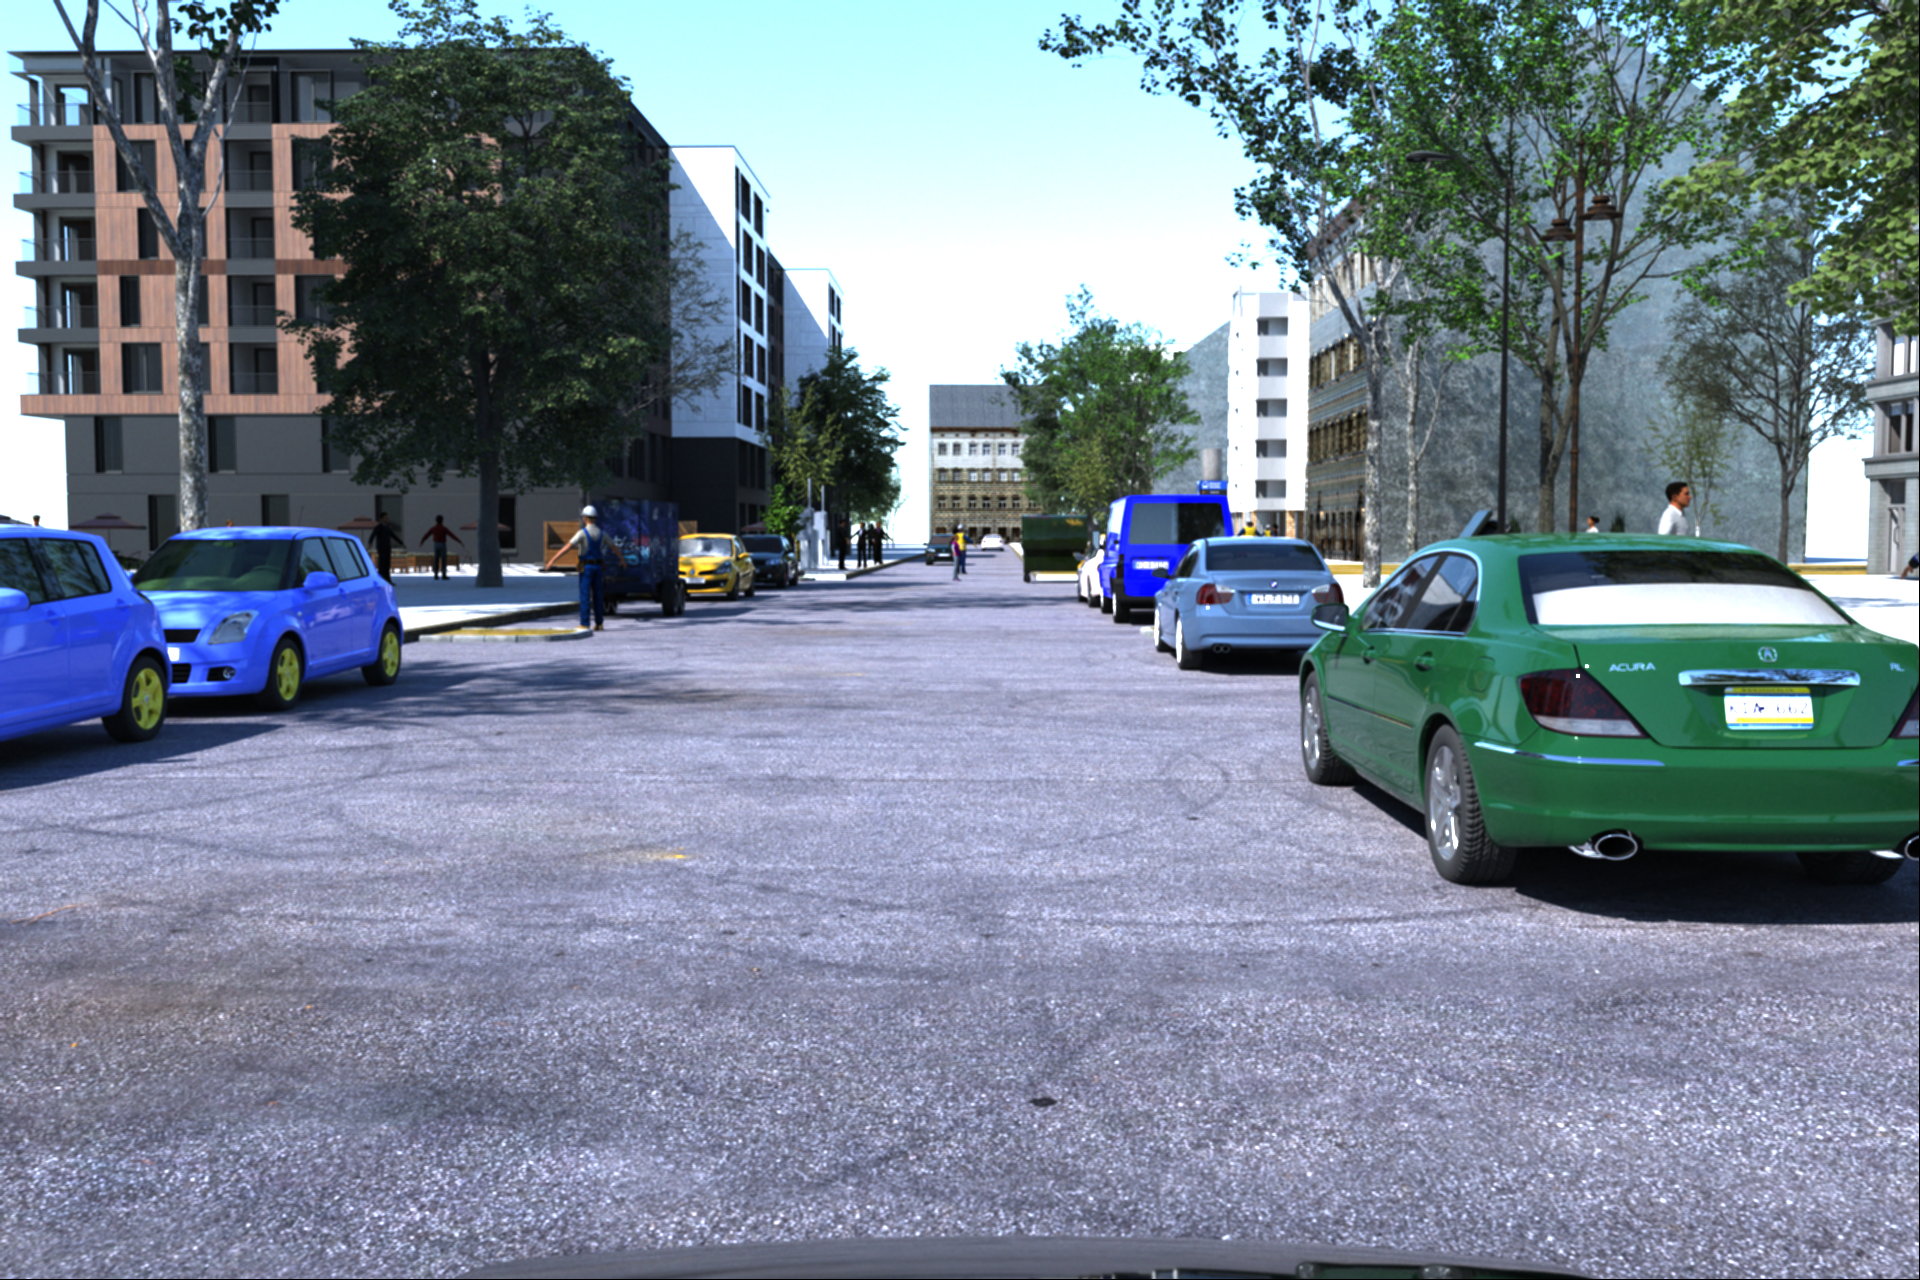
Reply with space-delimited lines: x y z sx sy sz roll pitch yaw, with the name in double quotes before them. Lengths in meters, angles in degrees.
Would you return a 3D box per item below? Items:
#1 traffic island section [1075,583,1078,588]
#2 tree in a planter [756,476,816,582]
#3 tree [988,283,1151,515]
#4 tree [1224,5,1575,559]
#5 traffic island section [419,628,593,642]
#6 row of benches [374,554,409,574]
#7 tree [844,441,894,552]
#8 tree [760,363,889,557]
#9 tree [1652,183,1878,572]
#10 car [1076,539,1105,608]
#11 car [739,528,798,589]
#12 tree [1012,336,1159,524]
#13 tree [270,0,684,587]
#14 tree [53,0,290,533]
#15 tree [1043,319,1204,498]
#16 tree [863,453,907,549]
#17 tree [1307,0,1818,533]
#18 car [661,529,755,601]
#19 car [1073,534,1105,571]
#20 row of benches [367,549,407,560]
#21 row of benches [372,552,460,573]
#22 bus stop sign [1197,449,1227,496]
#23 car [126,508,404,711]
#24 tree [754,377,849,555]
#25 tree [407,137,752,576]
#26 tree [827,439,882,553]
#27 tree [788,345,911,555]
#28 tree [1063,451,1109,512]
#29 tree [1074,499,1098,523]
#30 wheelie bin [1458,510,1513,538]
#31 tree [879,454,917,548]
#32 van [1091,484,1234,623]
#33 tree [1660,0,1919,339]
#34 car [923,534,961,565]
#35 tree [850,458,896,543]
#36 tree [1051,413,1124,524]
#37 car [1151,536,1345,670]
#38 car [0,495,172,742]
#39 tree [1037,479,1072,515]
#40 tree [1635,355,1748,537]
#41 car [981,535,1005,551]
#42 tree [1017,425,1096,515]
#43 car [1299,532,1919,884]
"traffic island section" 4.128 -1.462 46.769 1.991 0.108 1.994 0 4 1
"tree in a planter" -5.466 -3.411 52.987 1.991 3.239 1.994 0 4 1
"tree" 8.493 -16.983 133.567 12.611 20.169 13.585 0 3 0
"tree" 16.090 -12.701 63.555 12.611 20.169 13.585 0 3 0
"traffic island section" -6.169 -0.064 23.909 1.991 0.108 1.994 0 4 1
"row of benches" -19.790 -2.442 55.395 4.104 0.672 1.422 -1 4 -18
"tree" -6.912 -10.770 126.454 4.360 8.622 3.978 0 3 0
"tree" -7.328 -9.840 95.291 7.601 10.594 8.767 1 4 8
"tree" 28.232 -9.079 58.810 12.009 13.543 11.850 0 3 0
"car" 3.421 -1.394 35.148 2.083 1.381 4.827 0 4 0
"car" -5.394 -2.261 46.747 2.009 1.686 4.222 0 4 1
"tree" 8.130 -12.382 109.093 9.857 13.997 8.962 0 3 0
"tree" -11.336 -8.260 41.711 9.857 13.997 8.962 0 3 0
"tree" -12.965 -10.353 25.165 12.611 20.169 13.585 0 3 0
"tree" 8.152 -9.745 85.090 9.928 11.665 9.643 0 3 0
"tree" -6.307 -12.390 152.945 4.360 8.622 3.978 0 3 0
"tree" 9.619 -6.232 27.650 9.928 11.665 9.643 0 3 0
"car" -5.583 -1.715 38.272 2.015 1.641 3.980 0 4 1
"car" 3.637 -1.799 39.642 2.015 1.641 3.980 0 4 0
"row of benches" -23.422 -3.359 70.382 1.422 0.672 4.104 0 4 0
"row of benches" -18.371 -2.649 58.780 1.422 0.672 4.104 1 4 19
"bus stop sign" 7.788 -3.950 53.591 0.837 3.901 0.837 0 4 1
"car" -6.248 -0.340 15.150 1.945 1.707 3.694 0 4 1
"tree" -7.542 -8.047 81.925 4.737 8.622 4.395 0 3 0
"tree" -11.636 -8.734 53.168 12.009 13.543 11.850 0 3 0
"tree" -7.502 -10.091 115.343 4.360 8.622 3.978 0 3 0
"tree" -6.852 -11.401 104.538 7.486 12.596 7.792 0 3 0
"tree" 8.811 -10.381 120.089 4.737 8.622 4.395 0 3 0
"tree" 20.241 -20.915 248.607 9.857 13.997 8.962 0 3 0
"wheelie bin" 6.930 -0.921 22.968 0.693 1.594 0.980 0 4 2
"tree" -6.189 -12.747 158.776 4.360 8.622 3.978 0 3 0
"van" 3.434 -1.531 29.422 2.240 2.365 5.245 0 4 1
"tree" 8.499 -5.740 11.983 7.486 12.596 7.792 0 3 0
"car" -0.693 -4.337 80.690 2.009 1.686 4.222 0 4 1
"tree" -12.860 -20.333 250.572 7.486 12.596 7.792 0 3 0
"tree" 7.595 -9.117 99.422 4.737 8.622 4.395 0 3 0
"car" 3.206 -0.461 19.533 2.014 1.417 4.499 0 4 2
"car" -6.476 -0.068 10.703 1.945 1.707 3.694 0 4 2
"tree" 8.893 -11.920 145.250 4.360 8.622 3.978 0 3 0
"tree" 30.024 -7.312 69.908 4.360 8.622 3.978 0 3 0
"car" 2.756 -8.148 145.575 2.083 1.381 4.827 0 4 1
"tree" 9.109 -14.277 159.190 9.928 11.665 9.643 0 3 0
"car" 2.910 0.200 8.522 2.131 1.459 4.920 0 4 0
